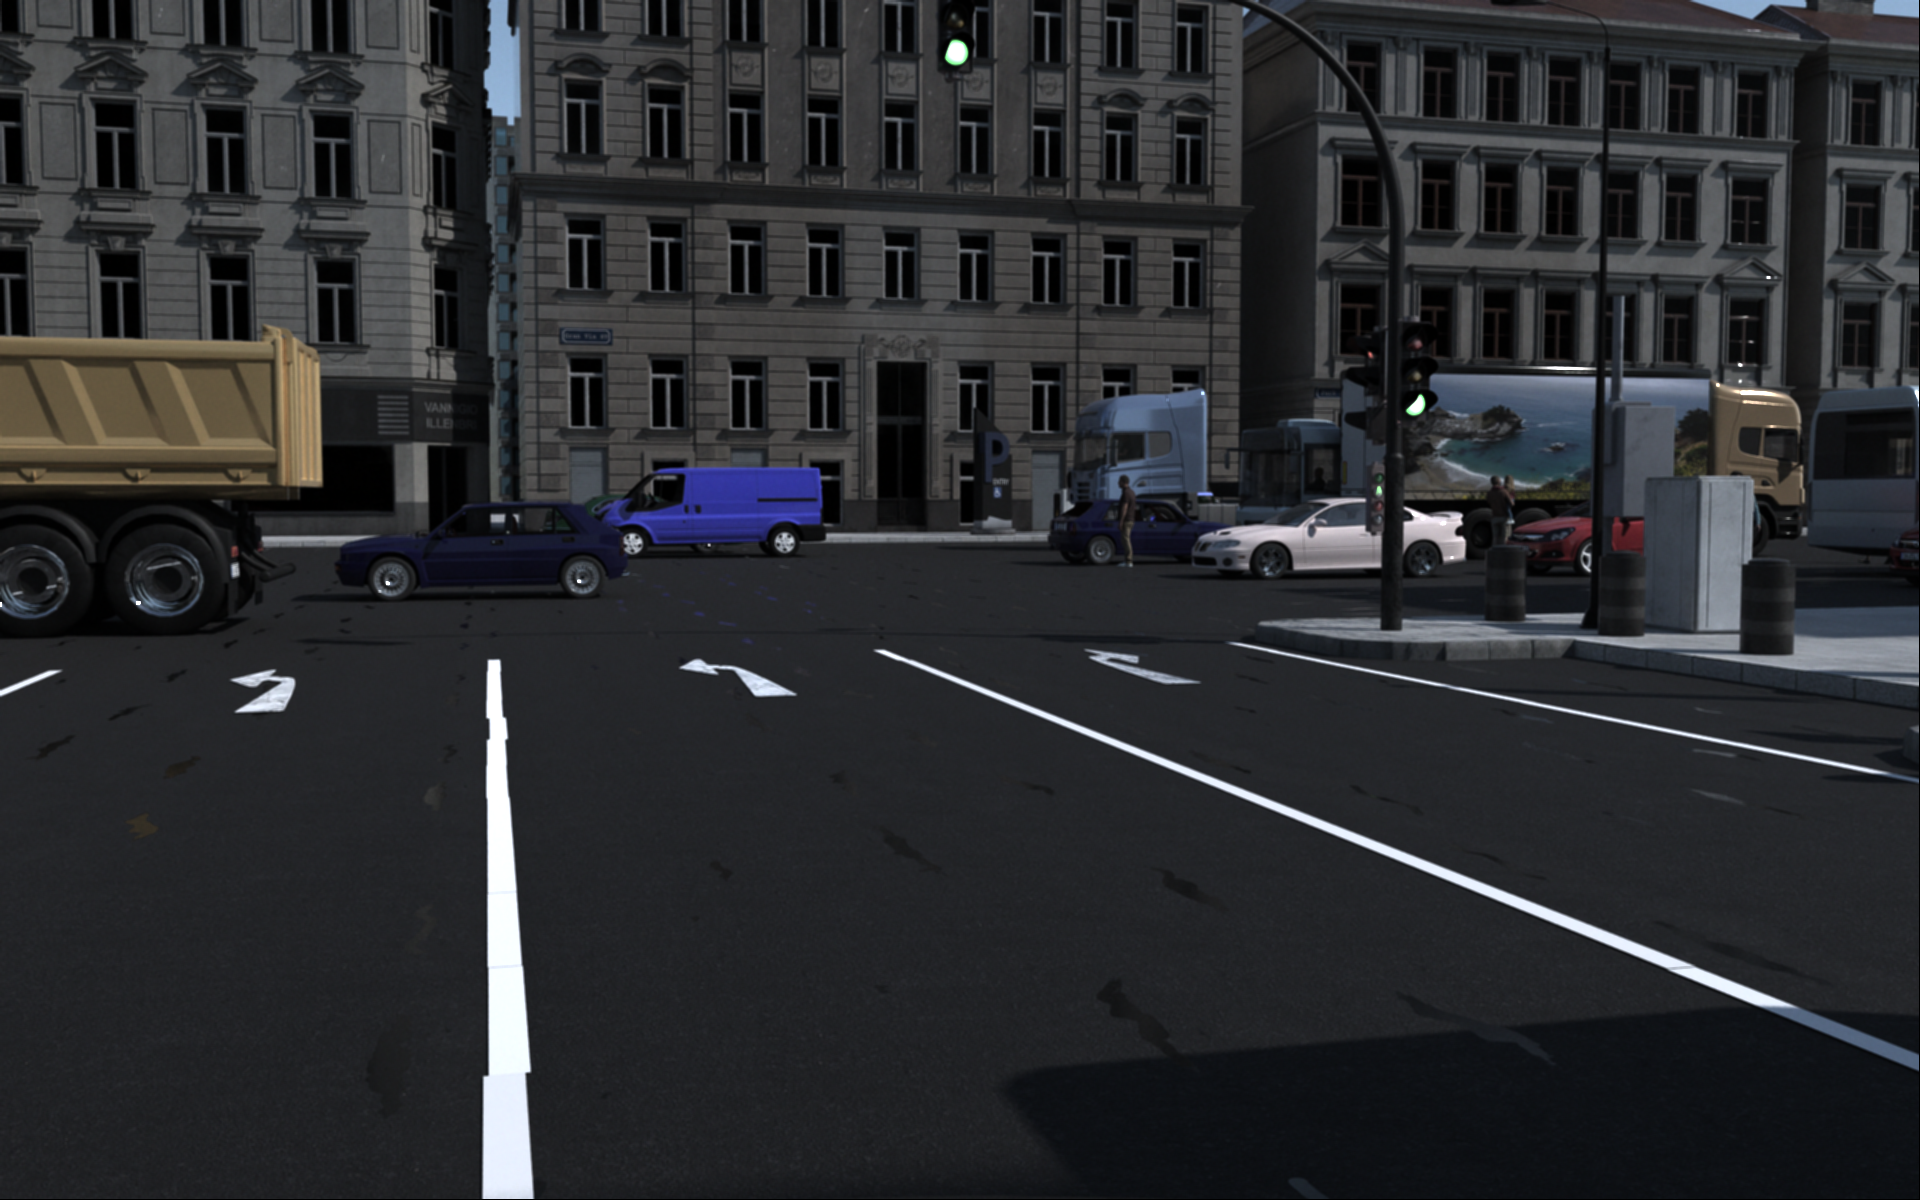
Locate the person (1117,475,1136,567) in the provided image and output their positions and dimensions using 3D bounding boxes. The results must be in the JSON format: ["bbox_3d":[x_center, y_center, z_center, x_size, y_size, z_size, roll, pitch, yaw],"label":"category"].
[{"bbox_3d":[3.255,-1.564,34.202,0.434,1.807,0.598,2,4,33],"label":"person"}]

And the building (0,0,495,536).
[{"bbox_3d":[-37.474,-17.057,55.295,44.131,29.872,17.030,-1,4,-15],"label":"building"}]

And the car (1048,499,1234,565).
[{"bbox_3d":[3.862,-1.429,35.938,3.894,1.354,1.945,-1,4,-16],"label":"car"}]

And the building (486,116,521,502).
[{"bbox_3d":[-69.190,-36.393,214.625,30.456,49.044,23.786,-1,4,-15],"label":"building"}]

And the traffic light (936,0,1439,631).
[{"bbox_3d":[2.040,-2.500,15.550,4.771,5.953,1.251,-1,4,-15],"label":"traffic light"}]

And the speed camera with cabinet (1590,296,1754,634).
[{"bbox_3d":[6.852,-1.370,16.737,0.660,3.252,2.038,0,4,-7],"label":"speed camera with cabinet"}]

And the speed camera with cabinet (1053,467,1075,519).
[{"bbox_3d":[3.569,-3.753,55.702,0.660,3.252,2.038,-1,4,-15],"label":"speed camera with cabinet"}]

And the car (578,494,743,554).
[{"bbox_3d":[-7.702,-1.861,42.221,4.920,1.459,2.131,-1,4,-14],"label":"car"}]

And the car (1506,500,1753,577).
[{"bbox_3d":[11.958,-1.347,31.056,4.494,1.783,2.155,-1,4,-16],"label":"car"}]

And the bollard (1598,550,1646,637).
[{"bbox_3d":[6.012,-0.062,15.729,0.404,0.777,0.398,0,3,0],"label":"bollard"}]

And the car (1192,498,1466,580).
[{"bbox_3d":[6.388,-1.084,30.081,4.827,1.381,2.083,-1,4,-14],"label":"car"}]

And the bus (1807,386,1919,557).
[{"bbox_3d":[22.132,-2.277,32.096,13.247,3.499,2.948,-1,4,-16],"label":"bus"}]

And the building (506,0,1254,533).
[{"bbox_3d":[-3.386,-16.188,61.937,25.104,27.353,12.463,-1,4,-15],"label":"building"}]

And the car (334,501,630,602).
[{"bbox_3d":[-6.611,-0.704,24.090,3.894,1.354,1.945,-1,4,-14],"label":"car"}]

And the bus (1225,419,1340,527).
[{"bbox_3d":[12.455,-2.888,42.074,13.247,3.499,2.948,-1,4,-16],"label":"bus"}]

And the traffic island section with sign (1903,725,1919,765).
[{"bbox_3d":[6.121,-0.014,8.857,1.989,1.847,2.006,-1,4,-15],"label":"traffic island section with sign"}]

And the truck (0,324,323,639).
[{"bbox_3d":[-11.804,-1.329,17.657,9.791,3.379,3.469,-1,4,-14],"label":"truck"}]

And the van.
[{"bbox_3d":[-5.759,-2.147,39.490,5.245,2.365,2.240,-1,4,-15],"label":"van"}]

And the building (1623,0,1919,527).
[{"bbox_3d":[41.053,-14.509,73.372,21.152,22.565,11.583,-1,4,-15],"label":"building"}]

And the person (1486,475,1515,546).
[{"bbox_3d":[11.294,-1.686,36.049,0.580,1.828,0.573,-1,4,-9],"label":"person"}]

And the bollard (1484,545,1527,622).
[{"bbox_3d":[5.522,-0.172,17.526,0.404,0.777,0.398,0,3,0],"label":"bollard"}]

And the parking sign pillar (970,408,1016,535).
[{"bbox_3d":[1.034,-4.037,54.475,1.447,3.967,1.447,-3,5,-43],"label":"parking sign pillar"}]

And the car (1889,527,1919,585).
[{"bbox_3d":[16.669,-1.094,26.922,4.494,1.783,2.155,-1,4,-15],"label":"car"}]

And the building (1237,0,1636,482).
[{"bbox_3d":[20.543,-14.163,67.714,21.152,22.565,11.583,-1,4,-15],"label":"building"}]

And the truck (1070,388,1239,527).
[{"bbox_3d":[11.551,-3.467,46.442,18.799,4.110,2.967,-1,4,-14],"label":"truck"}]

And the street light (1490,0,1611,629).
[{"bbox_3d":[5.559,-2.675,16.277,1.470,5.913,1.316,-1,4,-15],"label":"street light"}]

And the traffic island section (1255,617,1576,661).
[{"bbox_3d":[4.077,0.362,16.362,2.009,0.180,2.903,-1,4,-15],"label":"traffic island section"}]

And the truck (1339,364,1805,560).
[{"bbox_3d":[14.324,-3.093,39.480,11.283,4.237,2.839,-1,4,-14],"label":"truck"}]

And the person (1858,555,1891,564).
[{"bbox_3d":[18.996,-1.629,35.358,0.699,1.804,1.509,-1,4,-17],"label":"person"}]

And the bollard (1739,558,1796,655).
[{"bbox_3d":[6.501,0.047,13.941,0.404,0.777,0.398,0,3,0],"label":"bollard"}]

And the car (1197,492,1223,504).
[{"bbox_3d":[7.055,-2.541,51.143,1.945,1.707,3.694,-1,4,-15],"label":"car"}]

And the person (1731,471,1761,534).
[{"bbox_3d":[13.260,-1.282,29.488,0.660,1.820,0.620,1,4,19],"label":"person"}]
